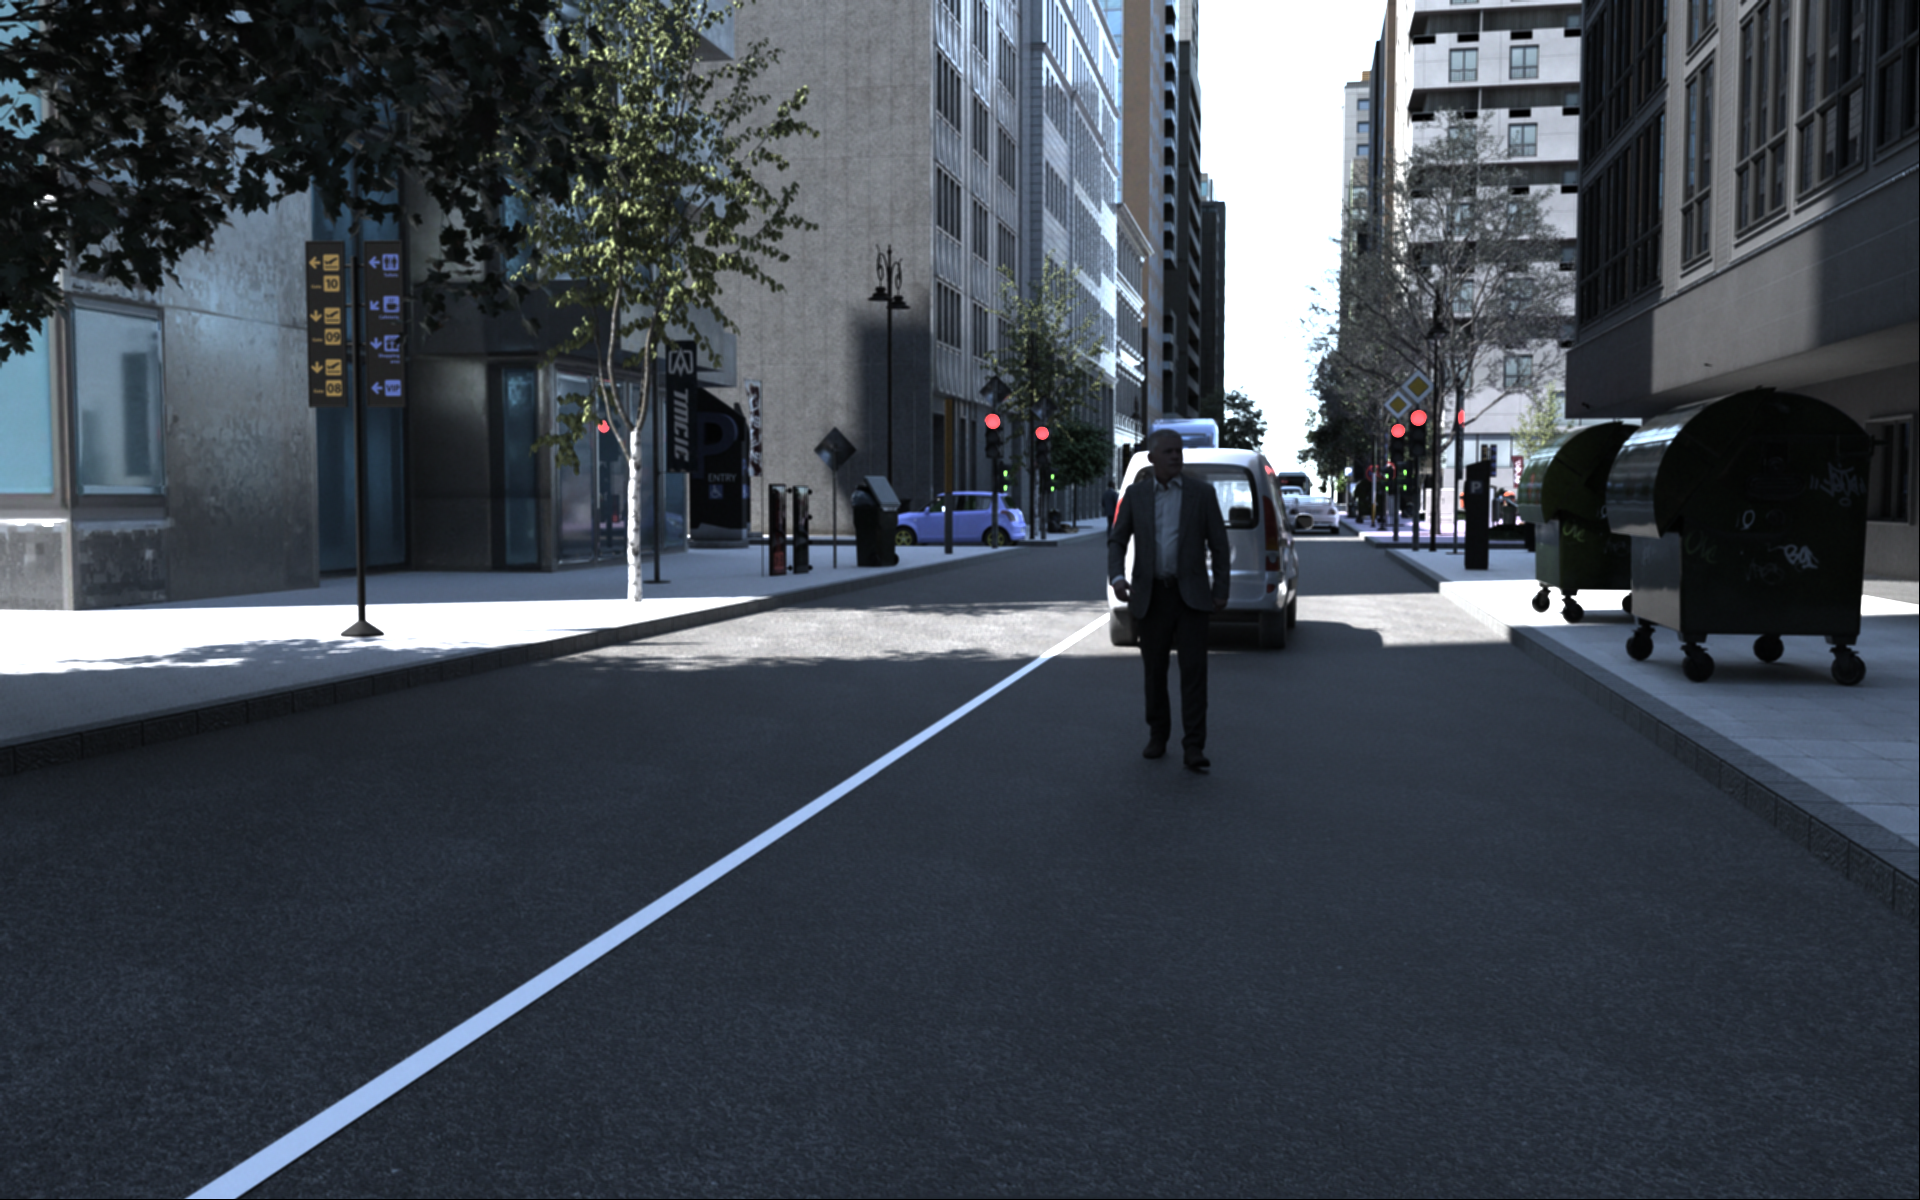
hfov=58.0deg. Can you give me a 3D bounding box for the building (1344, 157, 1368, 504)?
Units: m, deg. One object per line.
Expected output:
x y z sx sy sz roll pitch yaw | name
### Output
54.693 -32.302 211.724 14.154 41.232 14.086 1 4 11 | building

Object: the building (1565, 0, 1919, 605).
17.046 -13.977 22.030 14.314 27.812 24.014 1 4 11 | building

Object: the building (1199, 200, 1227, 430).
28.784 -33.786 235.993 14.154 41.232 14.086 1 4 11 | building

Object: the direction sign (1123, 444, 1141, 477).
7.713 -5.248 77.808 0.876 3.537 0.379 2 4 29 | direction sign

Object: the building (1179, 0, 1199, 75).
21.693 -47.741 218.816 20.563 71.187 20.611 1 4 11 | building

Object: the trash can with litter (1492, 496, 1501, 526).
18.545 -2.950 59.297 1.678 1.210 2.233 2 4 30 | trash can with litter

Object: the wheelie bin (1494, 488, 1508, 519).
28.143 -5.022 90.018 0.693 1.594 0.980 0 4 1 | wheelie bin

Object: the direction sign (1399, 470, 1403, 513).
30.139 -7.784 119.269 0.876 3.537 0.379 -1 4 -13 | direction sign

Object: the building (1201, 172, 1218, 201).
27.995 -39.093 258.773 23.786 49.044 30.456 1 4 11 | building

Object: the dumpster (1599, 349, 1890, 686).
5.582 -0.608 12.427 1.502 2.255 1.985 1 4 11 | dumpster

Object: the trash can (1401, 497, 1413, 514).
25.219 -5.268 97.791 0.748 1.137 0.748 0 3 0 | trash can

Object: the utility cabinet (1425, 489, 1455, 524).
20.458 -3.984 73.821 1.173 1.500 0.318 1 4 11 | utility cabinet

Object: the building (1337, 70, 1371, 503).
64.657 -43.072 246.225 21.231 58.520 28.212 1 4 11 | building

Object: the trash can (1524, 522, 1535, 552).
12.872 -1.641 38.491 0.748 1.137 0.748 0 3 0 | trash can

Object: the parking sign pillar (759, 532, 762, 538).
-6.478 -3.795 50.515 1.447 3.967 1.447 -1 4 -21 | parking sign pillar

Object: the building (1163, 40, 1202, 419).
13.770 -34.071 180.757 21.300 48.544 21.600 1 4 11 | building

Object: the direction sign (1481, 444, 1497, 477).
24.155 -5.333 79.185 0.876 3.537 0.379 -2 4 -24 | direction sign

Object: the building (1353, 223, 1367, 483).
48.873 -25.167 183.188 14.160 30.474 14.107 1 4 11 | building

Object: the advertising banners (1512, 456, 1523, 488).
26.235 -5.071 79.096 2.074 3.025 0.090 1 4 11 | advertising banners

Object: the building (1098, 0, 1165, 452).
7.945 -29.405 130.888 14.600 45.320 14.200 1 4 11 | building

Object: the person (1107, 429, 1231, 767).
1.120 -0.018 9.193 0.661 1.777 0.834 0 4 0 | person

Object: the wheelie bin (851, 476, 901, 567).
-1.524 -1.397 30.752 0.693 1.594 0.980 2 4 33 | wheelie bin

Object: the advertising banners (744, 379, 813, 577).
-2.858 -1.900 27.255 0.090 3.025 2.074 2 4 24 | advertising banners

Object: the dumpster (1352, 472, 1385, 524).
17.987 -4.489 75.893 1.502 2.255 1.985 1 4 11 | dumpster

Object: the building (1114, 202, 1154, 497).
5.819 -16.874 112.042 11.583 22.565 21.152 1 4 11 | building

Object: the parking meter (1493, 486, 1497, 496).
34.449 -6.492 111.861 0.399 1.863 0.255 3 4 36 | parking meter

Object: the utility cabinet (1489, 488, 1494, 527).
19.555 -3.404 64.335 0.318 1.500 1.173 2 4 26 | utility cabinet

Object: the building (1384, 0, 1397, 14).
44.309 -30.789 153.510 14.600 45.320 14.200 1 4 11 | building

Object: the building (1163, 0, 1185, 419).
9.172 -51.358 152.373 22.319 86.520 31.000 1 4 11 | building

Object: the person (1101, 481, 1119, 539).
4.279 -2.432 48.444 0.721 1.800 0.419 3 5 41 | person

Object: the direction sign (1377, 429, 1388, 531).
14.880 -4.216 60.926 0.379 3.537 0.876 2 4 30 | direction sign

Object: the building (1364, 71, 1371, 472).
46.684 -31.644 167.488 14.600 45.320 14.200 1 4 11 | building

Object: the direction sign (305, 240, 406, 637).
-5.415 -1.443 15.583 0.876 3.537 0.379 0 4 3 | direction sign

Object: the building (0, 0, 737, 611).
-20.294 -25.073 29.552 30.456 49.044 23.786 1 4 11 | building

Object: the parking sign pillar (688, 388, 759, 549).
-5.758 -3.225 41.198 1.447 3.967 1.447 1 4 9 | parking sign pillar

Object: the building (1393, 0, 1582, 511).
47.413 -33.163 131.451 28.713 52.752 27.495 1 4 11 | building

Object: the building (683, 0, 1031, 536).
-4.894 -14.975 62.860 12.078 24.808 19.932 1 4 11 | building

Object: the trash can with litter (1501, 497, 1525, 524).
19.818 -3.075 61.664 1.055 1.170 0.624 2 4 34 | trash can with litter

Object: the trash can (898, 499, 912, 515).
-1.712 -2.272 48.798 0.748 1.137 0.748 0 3 0 | trash can

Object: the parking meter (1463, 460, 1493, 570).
8.791 -1.454 29.491 0.399 1.863 0.255 2 4 28 | parking meter

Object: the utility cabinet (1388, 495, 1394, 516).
24.849 -5.425 99.861 0.306 1.237 1.020 0 4 8 | utility cabinet

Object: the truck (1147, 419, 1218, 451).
8.992 -4.782 67.940 2.967 4.110 18.799 1 4 9 | truck

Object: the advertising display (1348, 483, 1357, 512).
22.117 -5.599 96.752 0.974 1.923 0.123 -1 4 -23 | advertising display

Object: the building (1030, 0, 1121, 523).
0.943 -18.922 86.863 11.434 29.767 29.804 1 4 11 | building

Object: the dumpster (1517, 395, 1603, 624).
6.614 -0.934 17.765 1.502 2.255 1.985 1 4 11 | dumpster
